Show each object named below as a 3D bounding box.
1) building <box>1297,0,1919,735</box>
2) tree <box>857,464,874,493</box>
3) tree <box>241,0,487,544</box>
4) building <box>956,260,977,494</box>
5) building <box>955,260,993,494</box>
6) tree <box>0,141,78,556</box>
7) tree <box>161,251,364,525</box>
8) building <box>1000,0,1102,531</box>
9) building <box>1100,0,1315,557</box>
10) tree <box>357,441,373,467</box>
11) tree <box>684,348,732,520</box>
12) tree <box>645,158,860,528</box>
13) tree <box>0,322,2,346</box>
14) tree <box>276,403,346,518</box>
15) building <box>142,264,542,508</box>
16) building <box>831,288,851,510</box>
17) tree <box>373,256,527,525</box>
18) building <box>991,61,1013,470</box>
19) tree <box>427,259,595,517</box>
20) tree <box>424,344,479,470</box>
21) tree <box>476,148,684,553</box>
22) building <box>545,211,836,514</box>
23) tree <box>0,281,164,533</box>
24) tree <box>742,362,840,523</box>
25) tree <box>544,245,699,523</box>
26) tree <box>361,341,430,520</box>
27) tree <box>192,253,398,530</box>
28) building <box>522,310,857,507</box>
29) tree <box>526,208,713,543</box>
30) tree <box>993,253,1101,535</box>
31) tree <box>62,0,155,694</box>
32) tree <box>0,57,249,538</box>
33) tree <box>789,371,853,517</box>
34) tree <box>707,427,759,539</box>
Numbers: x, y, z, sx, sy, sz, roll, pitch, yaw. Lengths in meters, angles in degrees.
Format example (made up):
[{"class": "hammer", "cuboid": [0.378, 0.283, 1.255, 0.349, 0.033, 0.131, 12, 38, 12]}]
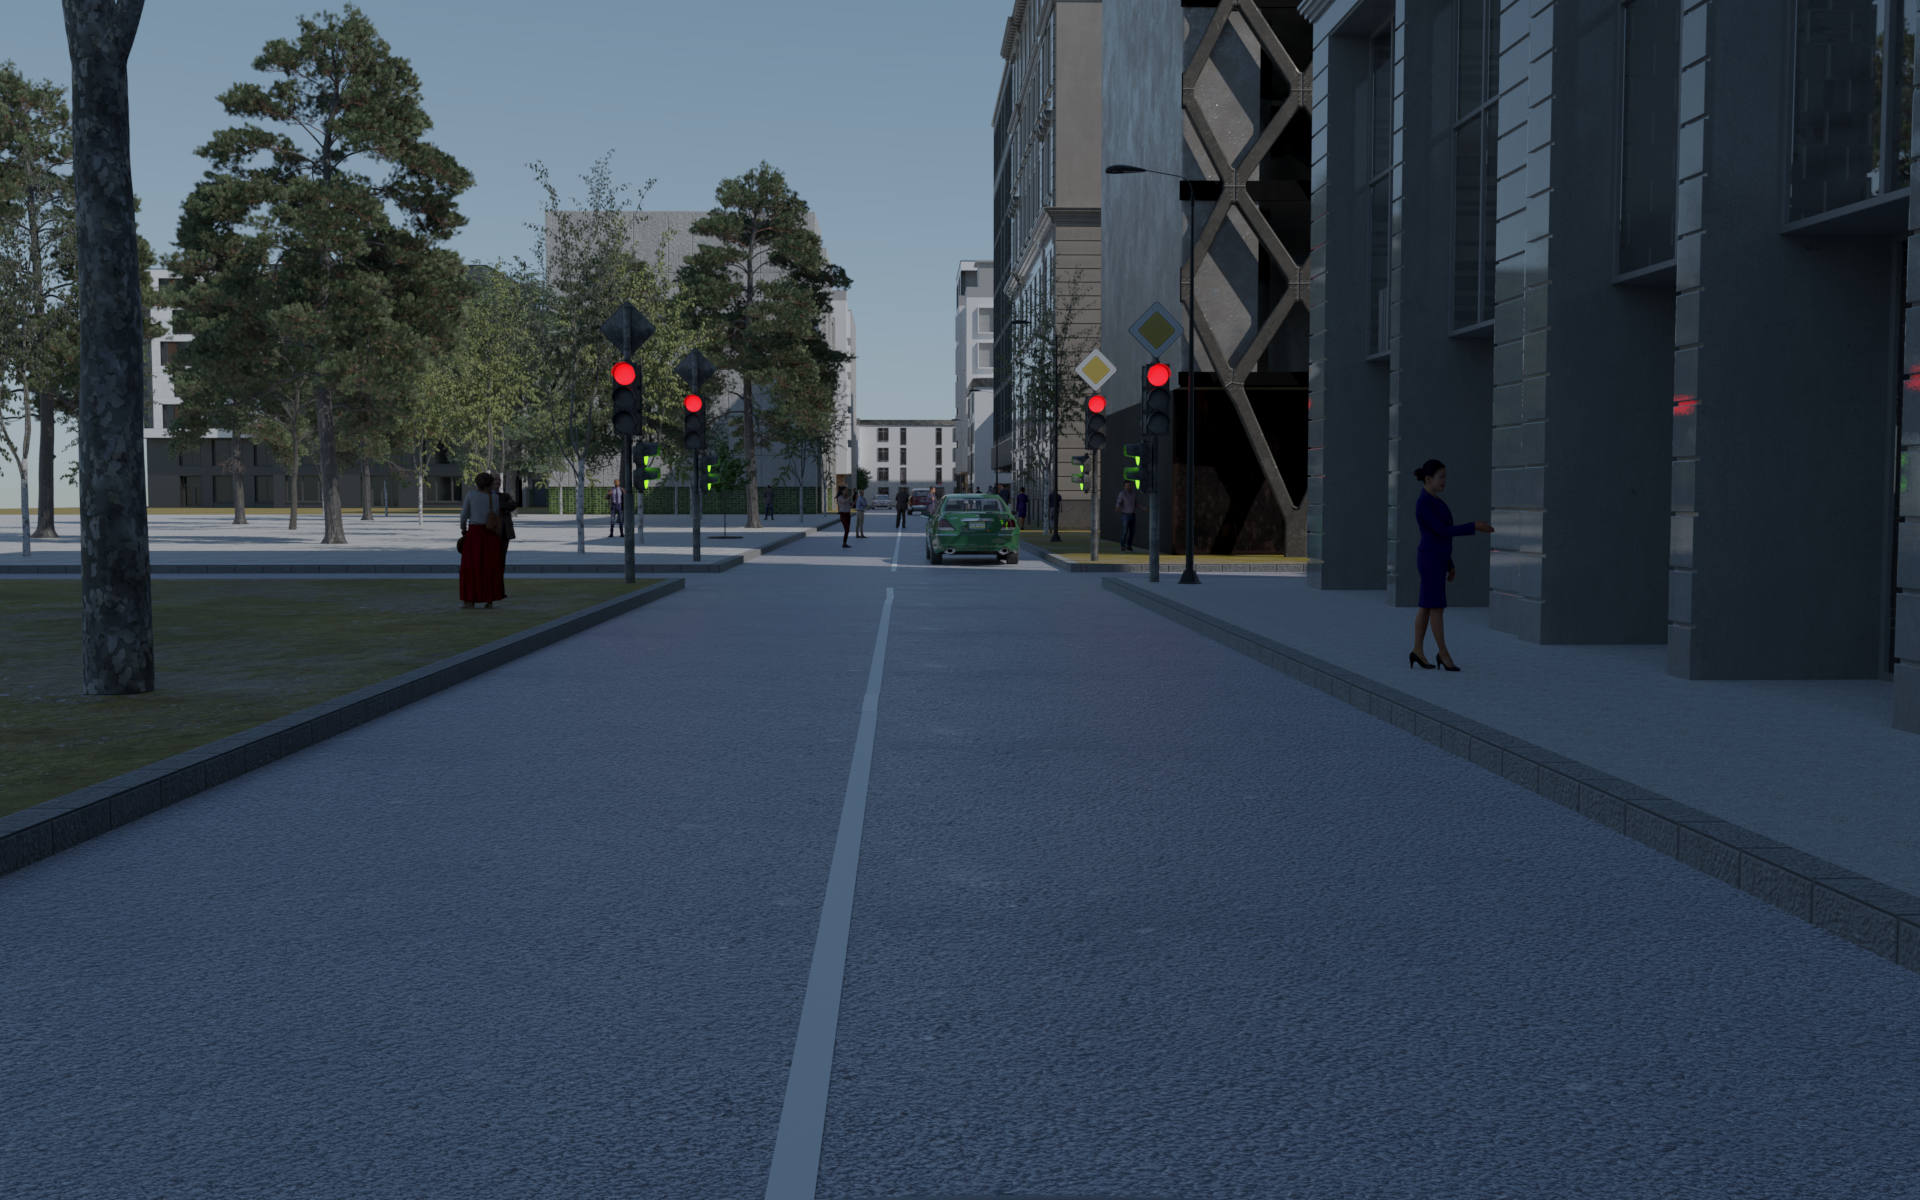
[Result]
[{"class": "building", "cuboid": [10.638, -14.133, 8.563, 11.434, 29.767, 29.804, 0, 4, -2]}, {"class": "tree", "cuboid": [-10.901, -12.327, 185.257, 4.285, 4.588, 4.351, 0, 3, 0]}, {"class": "tree", "cuboid": [-16.430, -8.380, 44.428, 7.806, 13.903, 7.818, 0, 3, 0]}, {"class": "building", "cuboid": [13.491, -19.830, 168.196, 27.936, 21.610, 32.646, 0, 4, -2]}, {"class": "building", "cuboid": [7.669, -17.710, 145.975, 16.016, 20.091, 11.380, 0, 4, -2]}, {"class": "tree", "cuboid": [-19.470, -5.200, 35.375, 4.360, 8.622, 3.978, 0, 3, 0]}, {"class": "tree", "cuboid": [-30.458, -9.218, 72.772, 6.751, 12.117, 7.091, 0, 3, 0]}, {"class": "building", "cuboid": [8.525, -16.798, 71.917, 12.463, 27.353, 25.104, 0, 4, -2]}, {"class": "building", "cuboid": [12.635, -10.624, 41.156, 16.811, 18.784, 16.820, 0, 4, -2]}, {"class": "tree", "cuboid": [-21.898, -7.370, 70.860, 4.737, 8.622, 4.395, 0, 3, 0]}, {"class": "tree", "cuboid": [-13.119, -8.348, 86.848, 4.360, 8.622, 3.978, 0, 3, 0]}, {"class": "tree", "cuboid": [-8.099, -9.637, 64.987, 7.806, 13.903, 7.818, 0, 3, 0]}, {"class": "tree", "cuboid": [-24.834, -5.577, 41.543, 4.737, 8.622, 4.395, 0, 3, 0]}, {"class": "tree", "cuboid": [-34.350, -8.707, 92.722, 4.360, 8.622, 3.978, 0, 3, 0]}, {"class": "building", "cuboid": [-58.771, -19.810, 167.866, 32.646, 21.610, 27.936, 0, 4, -2]}, {"class": "building", "cuboid": [-18.265, -18.386, 157.035, 16.016, 20.091, 11.380, 0, 4, -2]}, {"class": "tree", "cuboid": [-14.709, -6.271, 52.888, 4.737, 8.622, 4.395, 0, 3, 0]}, {"class": "building", "cuboid": [9.392, -18.529, 96.455, 14.314, 27.812, 24.014, 0, 4, -2]}, {"class": "tree", "cuboid": [-24.590, -11.517, 94.958, 9.857, 13.997, 8.962, 0, 3, 0]}, {"class": "tree", "cuboid": [-21.522, -7.747, 77.020, 4.360, 8.622, 3.978, 0, 3, 0]}, {"class": "tree", "cuboid": [-8.268, -5.325, 37.423, 4.360, 8.622, 3.978, 0, 3, 0]}, {"class": "building", "cuboid": [-17.952, -15.771, 124.315, 16.747, 18.905, 31.486, 0, 4, -2]}, {"class": "tree", "cuboid": [-31.499, -6.893, 63.058, 4.360, 8.622, 3.978, 0, 3, 0]}, {"class": "tree", "cuboid": [-7.345, -7.796, 77.819, 4.737, 8.622, 4.395, 0, 3, 0]}, {"class": "tree", "cuboid": [-14.881, -9.440, 76.394, 6.751, 12.117, 7.091, 0, 3, 0]}, {"class": "tree", "cuboid": [-28.972, -9.912, 84.124, 6.751, 12.117, 7.091, 0, 3, 0]}, {"class": "tree", "cuboid": [-23.681, -7.809, 62.093, 7.601, 10.594, 8.767, -2, 4, -25]}, {"class": "building", "cuboid": [-26.424, -18.821, 174.187, 31.486, 18.905, 16.747, 0, 4, -2]}, {"class": "tree", "cuboid": [-8.276, -5.763, 44.595, 4.737, 8.622, 4.395, 0, 3, 0]}, {"class": "tree", "cuboid": [2.850, -6.338, 53.993, 4.360, 8.622, 3.978, 0, 3, 0]}, {"class": "tree", "cuboid": [-6.442, -9.397, 9.526, 12.611, 20.169, 13.585, 0, 3, 0]}, {"class": "tree", "cuboid": [-26.679, -8.729, 50.138, 7.806, 13.903, 7.818, 0, 3, 0]}, {"class": "tree", "cuboid": [-7.795, -8.984, 97.250, 4.360, 8.622, 3.978, 0, 3, 0]}, {"class": "tree", "cuboid": [-6.781, -3.381, 49.880, 1.663, 3.219, 1.824, 0, 3, 0]}]
